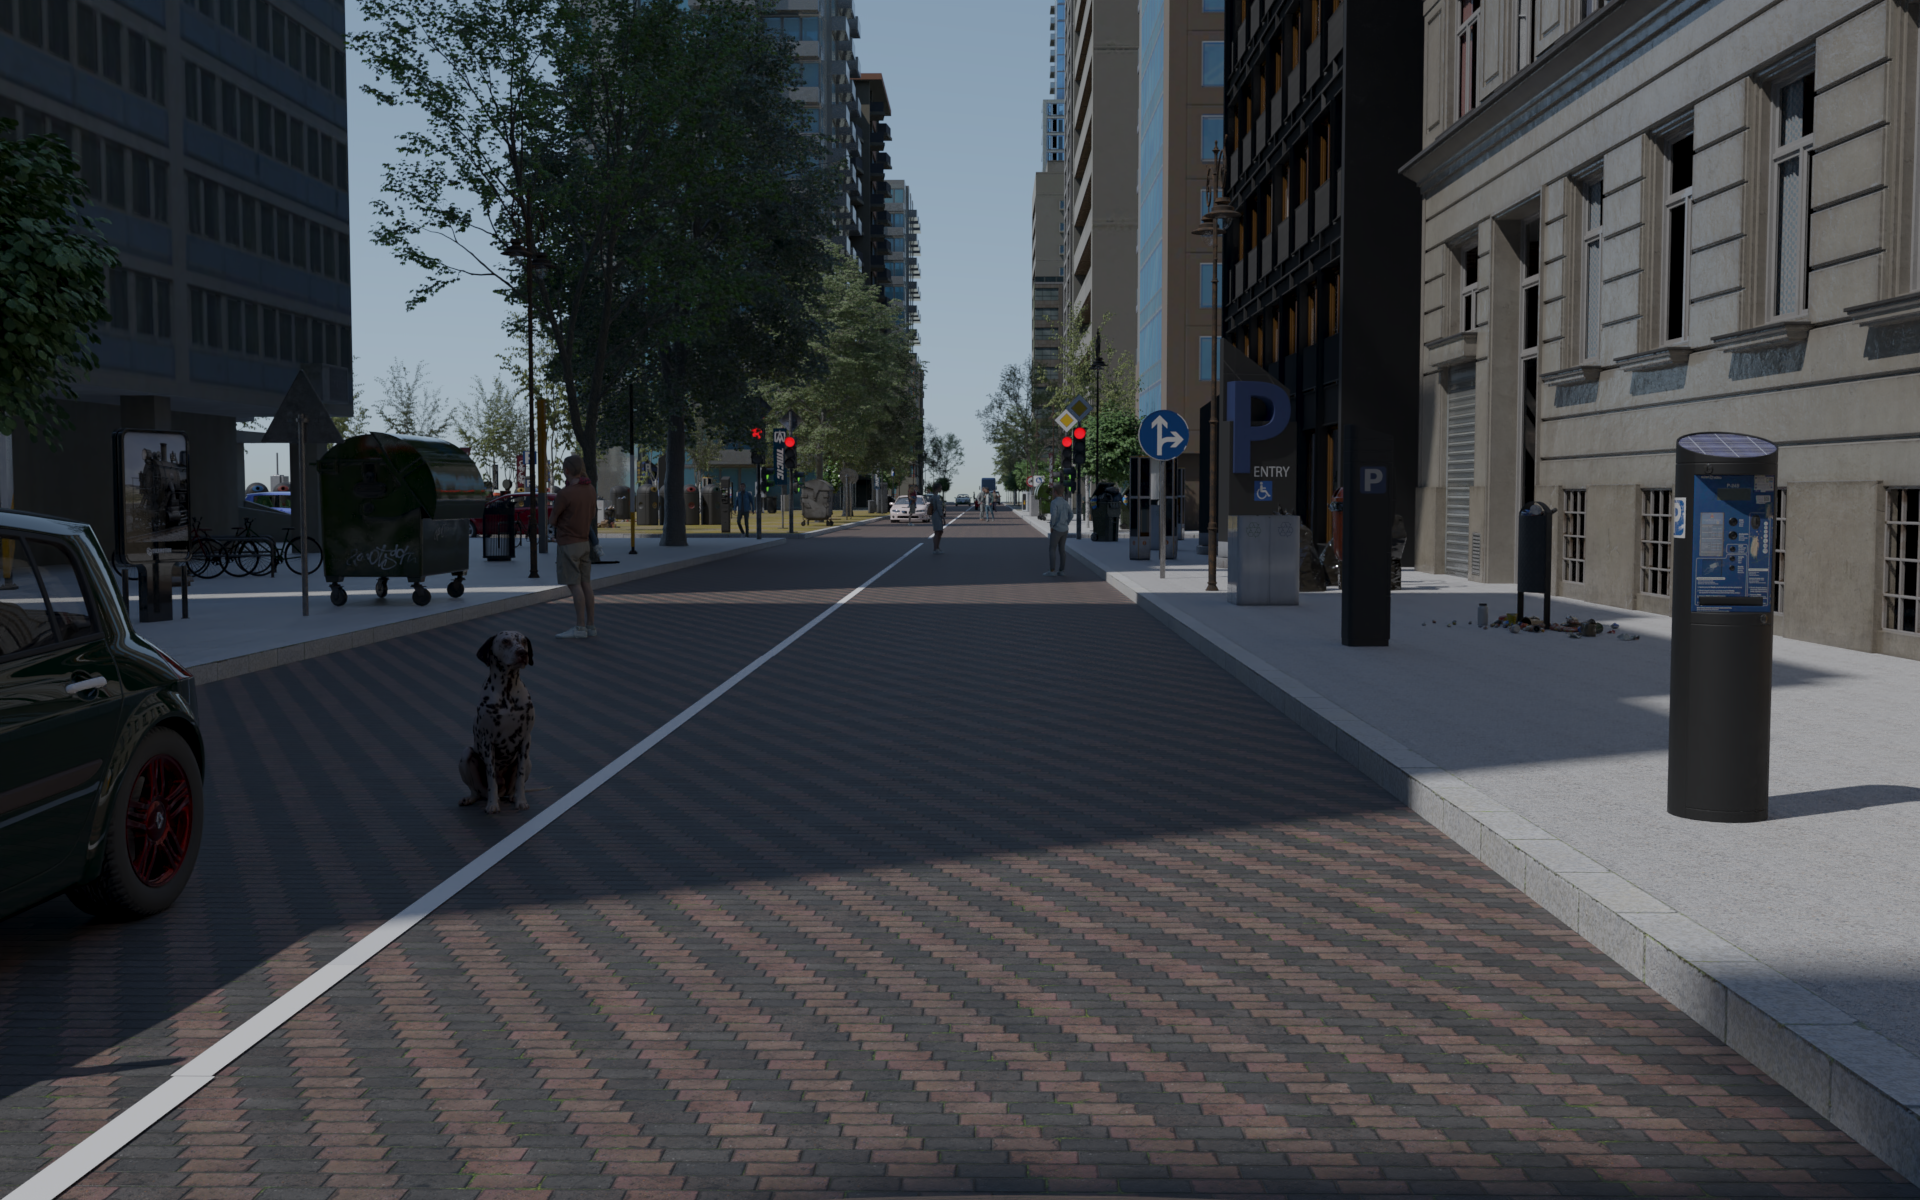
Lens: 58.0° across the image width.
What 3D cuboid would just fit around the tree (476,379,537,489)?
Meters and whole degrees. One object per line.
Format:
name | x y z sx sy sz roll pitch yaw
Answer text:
tree | -28.951 -9.828 111.046 4.360 8.622 3.978 0 3 0

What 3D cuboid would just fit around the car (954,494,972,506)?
car | 0.373 -11.899 206.339 2.131 1.459 4.920 0 4 1

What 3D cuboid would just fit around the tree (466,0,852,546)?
tree | -7.100 -8.316 42.614 9.857 13.997 8.962 0 3 0

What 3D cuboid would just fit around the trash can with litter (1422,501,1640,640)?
trash can with litter | 5.468 -0.313 16.183 1.678 1.210 2.233 -1 4 -11

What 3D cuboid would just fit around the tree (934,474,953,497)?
tree | -2.687 -18.020 278.335 4.285 4.588 4.351 0 3 0

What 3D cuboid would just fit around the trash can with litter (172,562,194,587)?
trash can with litter | -11.076 -0.791 24.318 1.055 1.170 0.624 3 5 43

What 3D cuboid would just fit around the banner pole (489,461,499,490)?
banner pole | -34.593 -8.462 128.378 0.863 3.779 0.401 -2 4 -26

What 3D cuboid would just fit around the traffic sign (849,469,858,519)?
traffic sign | -5.599 -5.420 88.726 0.768 2.556 0.104 0 4 8

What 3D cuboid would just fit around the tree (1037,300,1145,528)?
tree | 4.865 -7.036 65.393 4.737 8.622 4.395 0 3 0

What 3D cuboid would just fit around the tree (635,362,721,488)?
tree | -16.174 -8.699 92.593 4.737 8.622 4.395 0 3 0

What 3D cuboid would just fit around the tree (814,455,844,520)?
tree | -6.489 -5.628 86.620 1.663 3.219 1.824 0 3 0

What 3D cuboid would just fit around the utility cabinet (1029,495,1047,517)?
utility cabinet | 4.469 -5.357 98.750 1.020 1.237 0.306 -1 4 -21

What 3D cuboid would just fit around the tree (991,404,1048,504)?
tree | 7.366 -18.270 216.842 7.486 12.596 7.792 0 3 0

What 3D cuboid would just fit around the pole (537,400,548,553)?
pole | -9.033 -2.668 37.457 0.158 3.312 0.155 0 3 0

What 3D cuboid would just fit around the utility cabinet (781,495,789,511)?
utility cabinet | -12.881 -7.143 127.947 0.306 1.237 1.020 1 4 20

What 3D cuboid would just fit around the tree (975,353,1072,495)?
tree | 4.990 -10.991 114.114 8.767 10.594 7.601 0 4 8

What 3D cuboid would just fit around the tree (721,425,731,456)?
tree | -18.139 -10.408 120.525 4.737 8.622 4.395 0 3 0

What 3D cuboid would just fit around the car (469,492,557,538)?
car | -13.519 -2.669 52.684 4.494 1.783 2.155 0 4 2

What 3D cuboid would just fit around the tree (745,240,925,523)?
tree | -5.892 -9.747 77.486 7.486 12.596 7.792 0 3 0

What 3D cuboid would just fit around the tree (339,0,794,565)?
tree | -6.882 -6.461 31.386 9.928 11.665 9.643 0 3 0

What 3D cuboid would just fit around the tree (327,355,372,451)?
tree | -31.195 -8.319 86.382 4.737 8.622 4.395 0 3 0

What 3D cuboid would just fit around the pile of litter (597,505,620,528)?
pile of litter | -13.517 -3.166 65.733 1.176 0.858 1.719 -1 4 -17

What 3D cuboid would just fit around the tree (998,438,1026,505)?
tree | 6.472 -15.540 204.447 4.360 8.622 3.978 0 3 0

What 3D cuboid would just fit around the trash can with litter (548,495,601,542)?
trash can with litter | -10.624 -2.175 46.616 1.678 1.210 2.233 0 4 1

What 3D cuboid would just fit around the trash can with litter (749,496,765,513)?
trash can with litter | -13.999 -6.487 117.119 1.678 1.210 2.233 2 4 26

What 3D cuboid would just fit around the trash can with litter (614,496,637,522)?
trash can with litter | -15.179 -4.206 79.822 2.233 1.210 1.678 -1 4 -18

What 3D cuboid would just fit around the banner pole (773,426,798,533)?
banner pole | -5.834 -4.141 57.729 0.863 3.779 0.401 0 4 5

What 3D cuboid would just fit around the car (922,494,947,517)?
car | -1.802 -6.035 108.456 2.009 1.686 4.222 0 4 3

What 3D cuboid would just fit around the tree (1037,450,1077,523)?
tree | 4.484 -5.018 76.645 1.663 3.219 1.824 0 3 0

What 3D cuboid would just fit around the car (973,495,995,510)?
car | 2.259 -9.009 156.339 2.155 1.783 4.494 0 4 2

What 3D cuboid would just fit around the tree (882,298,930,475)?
tree | -6.443 -11.729 98.420 9.857 13.997 8.962 0 3 0

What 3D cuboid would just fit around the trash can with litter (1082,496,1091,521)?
trash can with litter | 6.208 -4.335 82.262 0.624 1.170 1.055 -1 4 -20

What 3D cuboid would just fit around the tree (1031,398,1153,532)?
tree | 5.251 -4.632 59.441 4.285 4.588 4.351 0 3 0

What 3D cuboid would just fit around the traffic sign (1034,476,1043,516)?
traffic sign | 4.436 -5.818 97.258 0.606 2.300 0.079 1 4 10

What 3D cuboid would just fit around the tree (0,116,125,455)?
tree | -7.921 -1.784 12.882 4.285 4.588 4.351 0 3 0

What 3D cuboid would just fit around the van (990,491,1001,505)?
van | 4.633 -13.914 234.509 2.013 2.044 4.112 0 4 -1

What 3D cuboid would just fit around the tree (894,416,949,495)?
tree | -4.703 -16.160 198.631 7.601 10.594 8.767 0 4 5

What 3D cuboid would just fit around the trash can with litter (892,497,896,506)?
trash can with litter | -4.666 -6.934 124.754 1.055 1.170 0.624 0 4 2

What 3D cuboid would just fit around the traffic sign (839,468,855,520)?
traffic sign | -5.541 -5.182 84.834 0.768 2.556 0.104 0 4 8

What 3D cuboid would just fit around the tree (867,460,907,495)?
tree | -5.901 -9.481 138.731 4.285 4.588 4.351 0 3 0

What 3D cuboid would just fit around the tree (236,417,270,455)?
tree | -29.228 -7.191 67.929 4.360 8.622 3.978 0 3 0

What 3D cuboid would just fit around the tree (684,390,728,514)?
tree | -16.993 -9.959 113.194 4.360 8.622 3.978 0 3 0

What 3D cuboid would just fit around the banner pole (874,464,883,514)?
banner pole | -5.123 -7.318 109.671 0.863 3.779 0.401 2 4 32

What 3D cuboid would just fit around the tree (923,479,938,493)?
tree | -3.970 -14.209 226.913 1.663 3.219 1.824 0 3 0

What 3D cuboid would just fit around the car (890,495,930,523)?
car | -2.495 -4.615 87.813 2.083 1.381 4.827 0 4 2

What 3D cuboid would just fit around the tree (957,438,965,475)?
tree | -2.643 -22.120 287.422 9.928 11.665 9.643 0 3 0

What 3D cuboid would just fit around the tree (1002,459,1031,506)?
tree | 5.846 -9.725 142.711 4.285 4.588 4.351 0 3 0

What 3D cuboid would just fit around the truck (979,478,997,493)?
truck | 4.762 -17.646 278.264 2.967 4.110 18.799 0 4 -1

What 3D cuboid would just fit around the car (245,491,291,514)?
car | -20.713 -2.725 54.146 3.694 1.707 1.945 0 4 1

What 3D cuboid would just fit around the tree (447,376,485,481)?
tree | -28.347 -9.400 104.056 4.737 8.622 4.395 0 3 0

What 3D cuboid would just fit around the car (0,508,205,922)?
car | -3.616 0.320 4.555 2.009 1.686 4.222 0 4 2
